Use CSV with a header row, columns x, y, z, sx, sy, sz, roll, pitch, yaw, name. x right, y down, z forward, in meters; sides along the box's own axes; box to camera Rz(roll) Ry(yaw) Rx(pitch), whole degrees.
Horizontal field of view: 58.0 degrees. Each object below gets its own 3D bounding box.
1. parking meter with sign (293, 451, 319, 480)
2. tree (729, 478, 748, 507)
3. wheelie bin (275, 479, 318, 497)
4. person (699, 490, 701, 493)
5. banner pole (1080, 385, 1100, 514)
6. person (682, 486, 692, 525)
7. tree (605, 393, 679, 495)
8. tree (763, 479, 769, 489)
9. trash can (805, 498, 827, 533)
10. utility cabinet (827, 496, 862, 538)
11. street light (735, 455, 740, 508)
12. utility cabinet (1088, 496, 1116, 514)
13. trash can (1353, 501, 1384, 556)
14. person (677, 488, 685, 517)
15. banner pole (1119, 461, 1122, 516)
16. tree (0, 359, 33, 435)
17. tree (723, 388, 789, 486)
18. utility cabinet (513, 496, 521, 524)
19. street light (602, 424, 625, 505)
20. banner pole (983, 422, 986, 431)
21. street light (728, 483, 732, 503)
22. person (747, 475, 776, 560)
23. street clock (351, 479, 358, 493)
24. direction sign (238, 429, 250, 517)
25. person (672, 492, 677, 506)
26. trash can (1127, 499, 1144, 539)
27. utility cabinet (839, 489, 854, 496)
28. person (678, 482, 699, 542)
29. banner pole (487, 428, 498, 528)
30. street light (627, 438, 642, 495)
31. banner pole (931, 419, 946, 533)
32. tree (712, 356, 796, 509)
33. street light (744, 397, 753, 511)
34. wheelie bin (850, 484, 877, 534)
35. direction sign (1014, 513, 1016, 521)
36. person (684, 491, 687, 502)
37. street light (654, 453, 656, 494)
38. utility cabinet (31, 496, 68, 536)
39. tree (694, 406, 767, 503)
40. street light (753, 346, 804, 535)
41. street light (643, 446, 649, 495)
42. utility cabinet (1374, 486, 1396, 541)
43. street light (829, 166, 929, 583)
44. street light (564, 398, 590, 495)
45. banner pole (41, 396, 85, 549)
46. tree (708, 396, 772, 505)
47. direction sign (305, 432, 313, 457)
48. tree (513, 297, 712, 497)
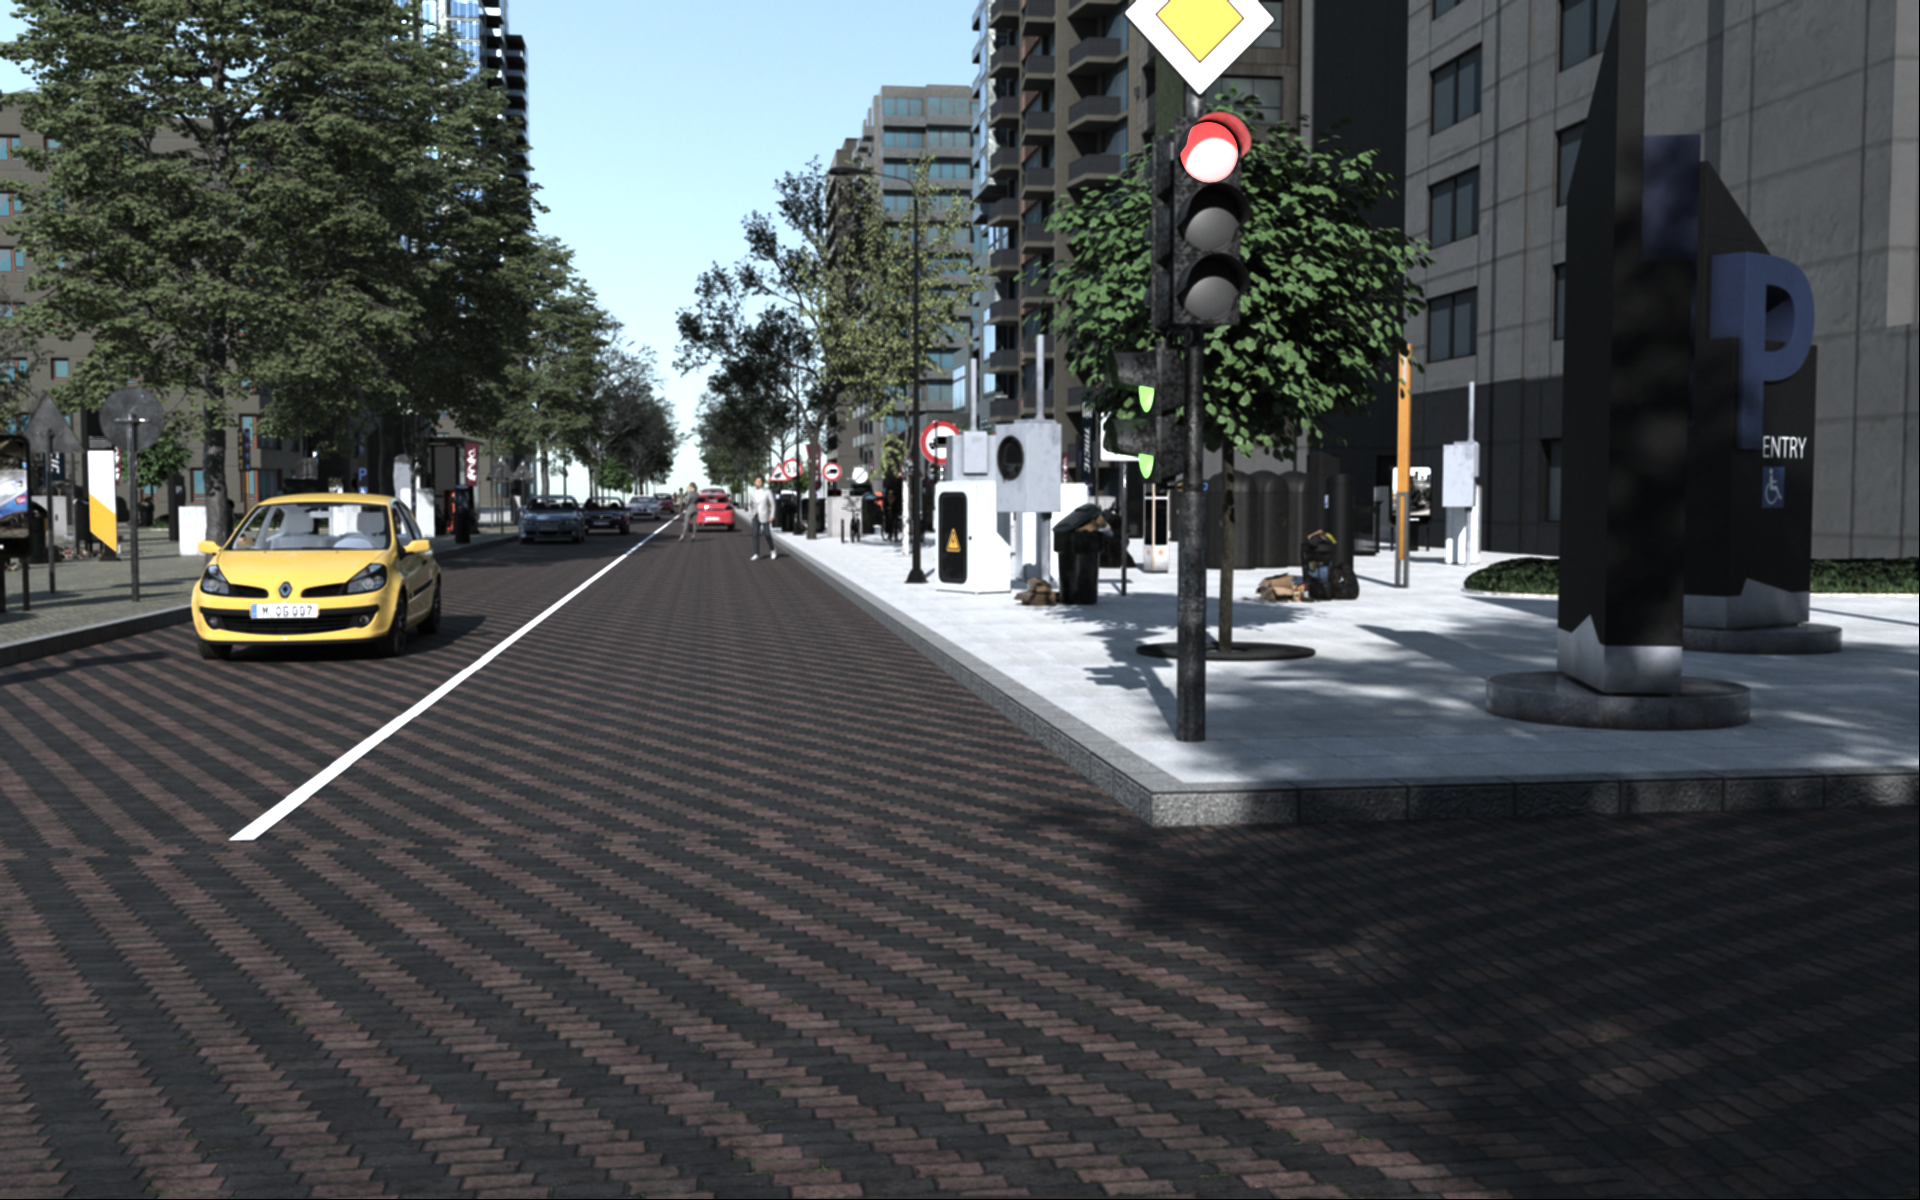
x,y,z,sx,sy,sz,roll,pitch,yaw,name
-25.917,-4.398,68.170,0.543,3.016,1.738,1,4,10,parking meter with sign
-22.604,-11.212,177.919,1.663,3.219,1.824,0,3,0,tree
-13.528,-1.681,35.389,0.693,1.594,0.980,3,5,42,wheelie bin
-22.485,-8.584,149.373,0.617,1.759,0.750,2,4,30,person
2.985,-3.022,39.434,0.401,3.779,0.863,3,5,39,banner pole
-12.657,-4.408,80.750,0.526,1.800,0.537,-2,4,-31,person
-39.413,-18.755,213.298,9.857,13.997,8.962,0,3,0,tree
-10.249,-6.261,96.973,1.663,3.219,1.824,0,3,0,tree
-4.784,-2.805,57.523,0.748,1.137,0.748,0,3,0,trash can
-3.408,-2.443,51.103,1.020,1.237,0.306,-2,4,-29,utility cabinet
-12.086,-7.732,98.951,1.470,5.913,1.316,-1,4,-8,street light
3.970,-2.340,49.417,1.020,1.237,0.306,-3,4,-36,utility cabinet
8.420,-1.491,36.028,0.748,1.137,0.748,0,3,0,trash can
-17.382,-6.099,108.213,0.705,1.824,1.348,1,4,23,person
4.915,-3.805,52.227,0.401,3.779,0.863,1,4,23,banner pole
-42.813,-7.620,74.957,4.737,8.622,4.395,0,3,0,tree
-12.442,-9.564,106.730,4.360,8.622,3.978,0,3,0,tree
-18.941,-3.847,74.058,0.306,1.237,1.020,-1,4,-17,utility cabinet
-22.920,-8.632,113.668,1.470,5.913,1.316,-1,4,-8,street light
0.834,-4.311,60.507,0.401,3.779,0.863,0,4,-4,banner pole
-16.459,-9.577,129.132,1.470,5.913,1.316,-1,4,-8,street light
-4.333,-1.807,37.890,0.661,1.843,0.795,1,4,17,person
-28.206,-4.677,81.032,0.471,2.002,0.358,2,4,29,street clock
-24.890,-4.176,60.271,0.876,3.537,0.379,3,5,44,direction sign
-35.097,-12.484,213.348,1.217,1.736,0.721,-1,4,-15,person
5.076,-2.355,50.164,0.748,1.137,0.748,0,3,0,trash can
-4.855,-4.213,77.558,0.318,1.500,1.173,3,5,45,utility cabinet
-8.184,-2.656,52.197,0.573,1.790,0.520,1,4,16,person
-17.746,-4.629,65.702,0.401,3.779,0.863,0,4,-8,banner pole
-27.311,-10.449,143.390,1.470,5.913,1.316,-1,4,-8,street light
-0.650,-4.155,57.952,0.401,3.779,0.863,3,4,38,banner pole
-18.946,-14.635,149.644,12.009,13.543,11.850,0,3,0,tree
-9.667,-6.773,83.272,1.470,5.913,1.316,-1,4,-8,street light
-3.120,-2.918,55.616,0.980,1.594,0.693,1,4,23,wheelie bin
2.657,-5.629,84.032,0.379,3.537,0.876,1,4,13,direction sign
-36.324,-13.530,229.804,1.350,1.814,0.705,-3,4,-38,person
-34.652,-13.600,194.908,1.470,5.913,1.316,-1,4,-8,street light
-28.277,-2.602,53.712,0.306,1.237,1.020,3,5,43,utility cabinet
-30.493,-19.898,231.993,9.857,13.997,8.962,0,3,0,tree
-5.604,-4.982,53.992,1.470,5.913,1.316,-1,4,-8,street light
-30.421,-11.807,165.578,1.470,5.913,1.316,-1,4,-8,street light
11.641,-2.309,46.434,0.318,1.500,1.173,-3,4,-36,utility cabinet
-1.164,-3.194,24.766,1.470,5.913,1.316,-1,4,-8,street light
-18.542,-6.795,83.638,1.470,5.913,1.316,-1,4,-8,street light
-20.957,-3.082,40.411,0.863,3.779,0.401,-3,5,-39,banner pole
-25.564,-17.203,199.398,7.486,12.596,7.792,0,3,0,tree
-21.518,-3.997,57.344,0.379,3.537,0.876,0,4,-8,direction sign
-22.647,-12.048,107.347,12.009,13.543,11.850,0,3,0,tree
